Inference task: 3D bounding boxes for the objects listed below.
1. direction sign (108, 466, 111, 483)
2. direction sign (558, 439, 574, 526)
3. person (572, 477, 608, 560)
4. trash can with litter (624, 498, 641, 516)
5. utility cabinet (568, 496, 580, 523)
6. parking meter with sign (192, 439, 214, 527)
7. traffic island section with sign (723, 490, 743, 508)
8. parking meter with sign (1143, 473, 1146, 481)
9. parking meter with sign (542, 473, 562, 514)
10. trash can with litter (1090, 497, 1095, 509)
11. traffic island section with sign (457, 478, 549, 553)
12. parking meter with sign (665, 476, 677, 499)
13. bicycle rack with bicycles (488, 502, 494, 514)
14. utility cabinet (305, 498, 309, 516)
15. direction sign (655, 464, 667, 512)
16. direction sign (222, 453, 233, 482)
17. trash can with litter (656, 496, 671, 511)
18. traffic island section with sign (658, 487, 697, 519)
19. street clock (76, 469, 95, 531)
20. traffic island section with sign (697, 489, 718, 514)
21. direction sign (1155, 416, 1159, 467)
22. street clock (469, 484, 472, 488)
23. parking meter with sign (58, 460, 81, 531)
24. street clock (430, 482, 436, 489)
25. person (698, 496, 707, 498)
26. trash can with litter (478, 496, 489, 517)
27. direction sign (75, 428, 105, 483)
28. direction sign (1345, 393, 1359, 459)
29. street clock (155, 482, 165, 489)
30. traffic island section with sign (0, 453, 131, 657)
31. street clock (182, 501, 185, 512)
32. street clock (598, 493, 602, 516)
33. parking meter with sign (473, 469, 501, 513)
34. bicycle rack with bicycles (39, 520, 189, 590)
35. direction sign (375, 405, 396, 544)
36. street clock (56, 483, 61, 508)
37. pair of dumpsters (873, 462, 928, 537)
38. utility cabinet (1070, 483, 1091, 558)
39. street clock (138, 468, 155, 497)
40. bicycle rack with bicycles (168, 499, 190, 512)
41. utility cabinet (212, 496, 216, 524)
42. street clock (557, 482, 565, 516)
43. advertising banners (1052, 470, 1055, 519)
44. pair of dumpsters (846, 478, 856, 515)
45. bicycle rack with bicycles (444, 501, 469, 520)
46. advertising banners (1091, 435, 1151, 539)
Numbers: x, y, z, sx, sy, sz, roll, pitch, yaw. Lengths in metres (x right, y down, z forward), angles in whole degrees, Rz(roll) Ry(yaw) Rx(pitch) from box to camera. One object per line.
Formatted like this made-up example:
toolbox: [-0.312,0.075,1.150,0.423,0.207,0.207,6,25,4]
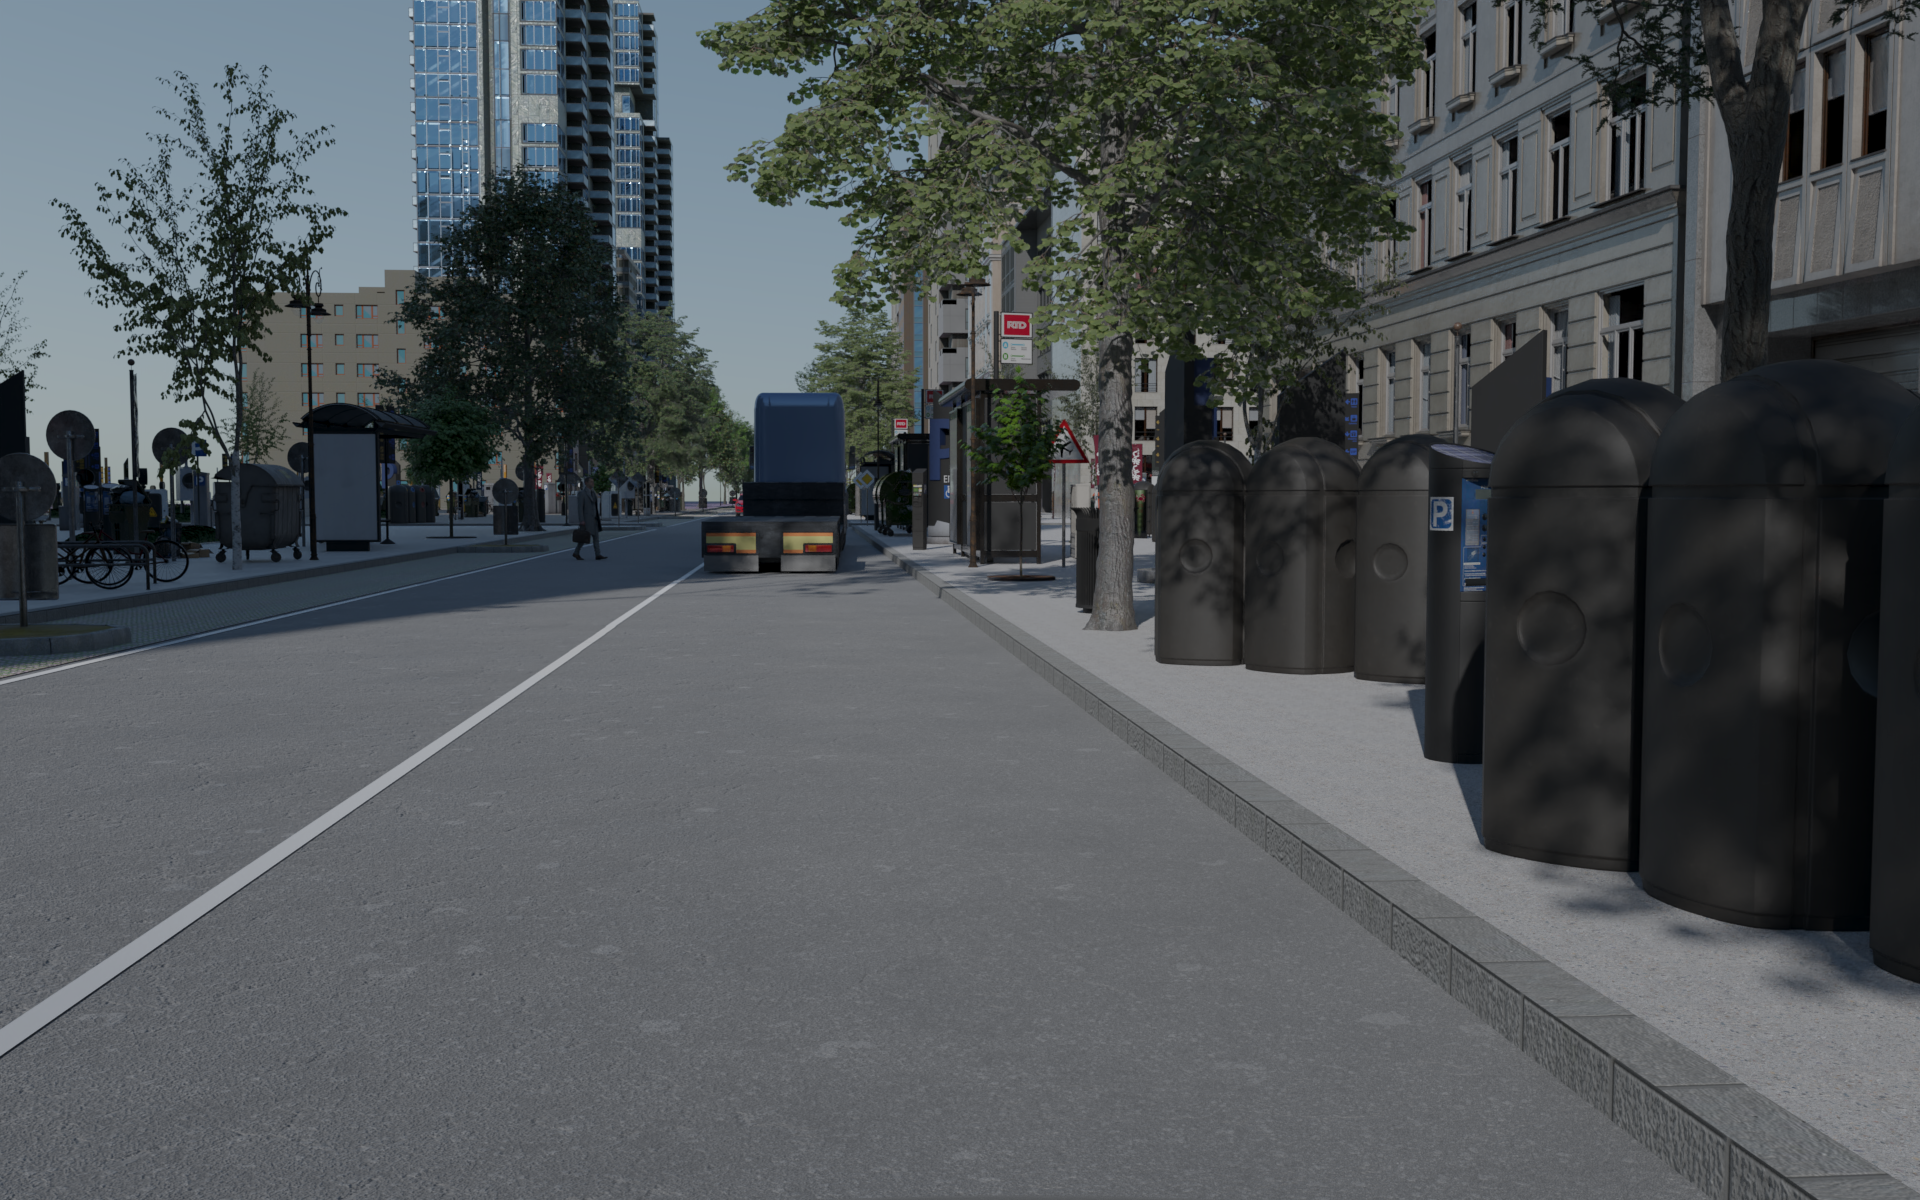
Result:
direction sign: [-69.864,-9.146,141.537,0.876,3.537,0.379,-1,4,-22]
direction sign: [-15.718,-4.716,69.112,0.876,3.537,0.379,3,4,36]
person: [-8.045,-1.775,37.620,0.767,1.812,0.694,2,4,24]
trash can with litter: [-19.185,-5.514,101.549,1.055,1.170,0.624,0,4,-7]
utility cabinet: [-16.718,-3.984,76.301,1.020,1.237,0.306,0,4,-6]
parking meter with sign: [-24.512,-3.655,56.027,0.543,3.016,1.738,-1,4,-16]
traffic island section with sign: [-23.100,-10.260,176.378,1.989,1.847,2.006,0,4,-5]
parking meter with sign: [6.336,-4.055,62.558,1.738,3.016,0.543,3,5,43]
parking meter with sign: [-26.385,-7.047,111.480,0.543,3.016,1.738,2,4,34]
trash can with litter: [6.188,-4.097,78.366,1.055,1.170,0.624,2,4,29]
traffic island section with sign: [-11.269,-2.095,42.876,1.989,1.847,2.006,0,4,-5]
parking meter with sign: [-25.284,-9.434,150.501,1.738,3.016,0.543,-2,4,-33]
bicycle rack with bicycles: [-30.943,-6.086,112.889,2.852,0.926,2.925,2,4,33]
utility cabinet: [-37.116,-5.445,97.706,0.318,1.500,1.173,0,4,8]
direction sign: [-21.574,-8.126,124.861,0.876,3.537,0.379,0,4,6]
direction sign: [-40.849,-6.414,96.870,0.379,3.537,0.876,2,4,31]
trash can with litter: [-21.971,-7.177,128.737,1.055,1.170,0.624,2,4,28]
traffic island section with sign: [-16.279,-5.546,99.307,1.989,1.847,2.006,0,4,-5]
street clock: [-25.153,-2.770,49.856,0.471,2.002,0.358,-1,4,-21]
traffic island section with sign: [-18.658,-7.188,126.158,1.989,1.847,2.006,0,4,-5]
direction sign: [6.062,-3.546,49.982,0.876,3.537,0.379,0,4,1]
street clock: [-35.173,-7.305,124.010,0.358,2.002,0.471,1,4,22]
parking meter with sign: [-31.543,-3.983,61.384,0.543,3.016,1.738,-1,4,-15]
street clock: [-32.633,-6.270,107.084,0.471,2.002,0.358,0,4,-2]
person: [-34.062,-13.451,229.152,1.217,1.736,0.721,-1,4,-9]
trash can with litter: [-26.884,-5.266,97.489,0.624,1.170,1.055,0,4,-7]
direction sign: [-30.132,-4.151,59.862,0.876,3.537,0.379,0,4,4]
direction sign: [8.536,-2.877,39.035,0.876,3.537,0.379,2,4,29]
street clock: [-46.335,-5.875,100.623,0.358,2.002,0.471,-1,4,-10]
traffic island section with sign: [-8.900,-0.452,16.025,1.989,1.847,2.006,0,4,-5]
street clock: [-43.282,-5.616,96.392,0.358,2.002,0.471,-1,4,-16]
street clock: [-21.100,-5.948,101.824,0.471,2.002,0.358,0,4,-1]
parking meter with sign: [-32.703,-7.591,120.380,1.738,3.016,0.543,-1,4,-8]
bicycle rack with bicycles: [-12.215,-0.632,23.714,2.925,0.926,2.852,-1,4,-21]
direction sign: [-14.688,-3.201,44.339,0.379,3.537,0.876,1,4,12]
street clock: [-58.262,-6.566,111.921,0.358,2.002,0.471,-1,4,-16]
pair of dumpsters: [-1.860,-3.159,54.151,1.574,2.255,4.437,0,4,-5]
utility cabinet: [2.394,-1.590,34.676,0.318,1.500,1.173,0,4,-1]
street clock: [-22.667,-2.661,48.085,0.358,2.002,0.471,-1,4,-22]
bicycle rack with bicycles: [-38.739,-4.217,82.336,2.852,0.926,2.925,1,4,19]
utility cabinet: [-31.952,-3.926,75.347,1.020,1.237,0.306,-2,4,-29]
street clock: [-23.672,-6.041,103.341,0.358,2.002,0.471,2,4,34]
advertising banners: [4.804,-5.675,88.968,0.090,3.025,2.074,0,3,0]
pair of dumpsters: [-6.534,-6.518,109.069,1.574,2.255,4.437,0,4,-5]
bicycle rack with bicycles: [-25.665,-4.444,86.046,2.852,0.926,2.925,0,4,-6]
advertising banners: [4.685,-3.313,50.354,2.074,3.025,0.090,3,5,43]
